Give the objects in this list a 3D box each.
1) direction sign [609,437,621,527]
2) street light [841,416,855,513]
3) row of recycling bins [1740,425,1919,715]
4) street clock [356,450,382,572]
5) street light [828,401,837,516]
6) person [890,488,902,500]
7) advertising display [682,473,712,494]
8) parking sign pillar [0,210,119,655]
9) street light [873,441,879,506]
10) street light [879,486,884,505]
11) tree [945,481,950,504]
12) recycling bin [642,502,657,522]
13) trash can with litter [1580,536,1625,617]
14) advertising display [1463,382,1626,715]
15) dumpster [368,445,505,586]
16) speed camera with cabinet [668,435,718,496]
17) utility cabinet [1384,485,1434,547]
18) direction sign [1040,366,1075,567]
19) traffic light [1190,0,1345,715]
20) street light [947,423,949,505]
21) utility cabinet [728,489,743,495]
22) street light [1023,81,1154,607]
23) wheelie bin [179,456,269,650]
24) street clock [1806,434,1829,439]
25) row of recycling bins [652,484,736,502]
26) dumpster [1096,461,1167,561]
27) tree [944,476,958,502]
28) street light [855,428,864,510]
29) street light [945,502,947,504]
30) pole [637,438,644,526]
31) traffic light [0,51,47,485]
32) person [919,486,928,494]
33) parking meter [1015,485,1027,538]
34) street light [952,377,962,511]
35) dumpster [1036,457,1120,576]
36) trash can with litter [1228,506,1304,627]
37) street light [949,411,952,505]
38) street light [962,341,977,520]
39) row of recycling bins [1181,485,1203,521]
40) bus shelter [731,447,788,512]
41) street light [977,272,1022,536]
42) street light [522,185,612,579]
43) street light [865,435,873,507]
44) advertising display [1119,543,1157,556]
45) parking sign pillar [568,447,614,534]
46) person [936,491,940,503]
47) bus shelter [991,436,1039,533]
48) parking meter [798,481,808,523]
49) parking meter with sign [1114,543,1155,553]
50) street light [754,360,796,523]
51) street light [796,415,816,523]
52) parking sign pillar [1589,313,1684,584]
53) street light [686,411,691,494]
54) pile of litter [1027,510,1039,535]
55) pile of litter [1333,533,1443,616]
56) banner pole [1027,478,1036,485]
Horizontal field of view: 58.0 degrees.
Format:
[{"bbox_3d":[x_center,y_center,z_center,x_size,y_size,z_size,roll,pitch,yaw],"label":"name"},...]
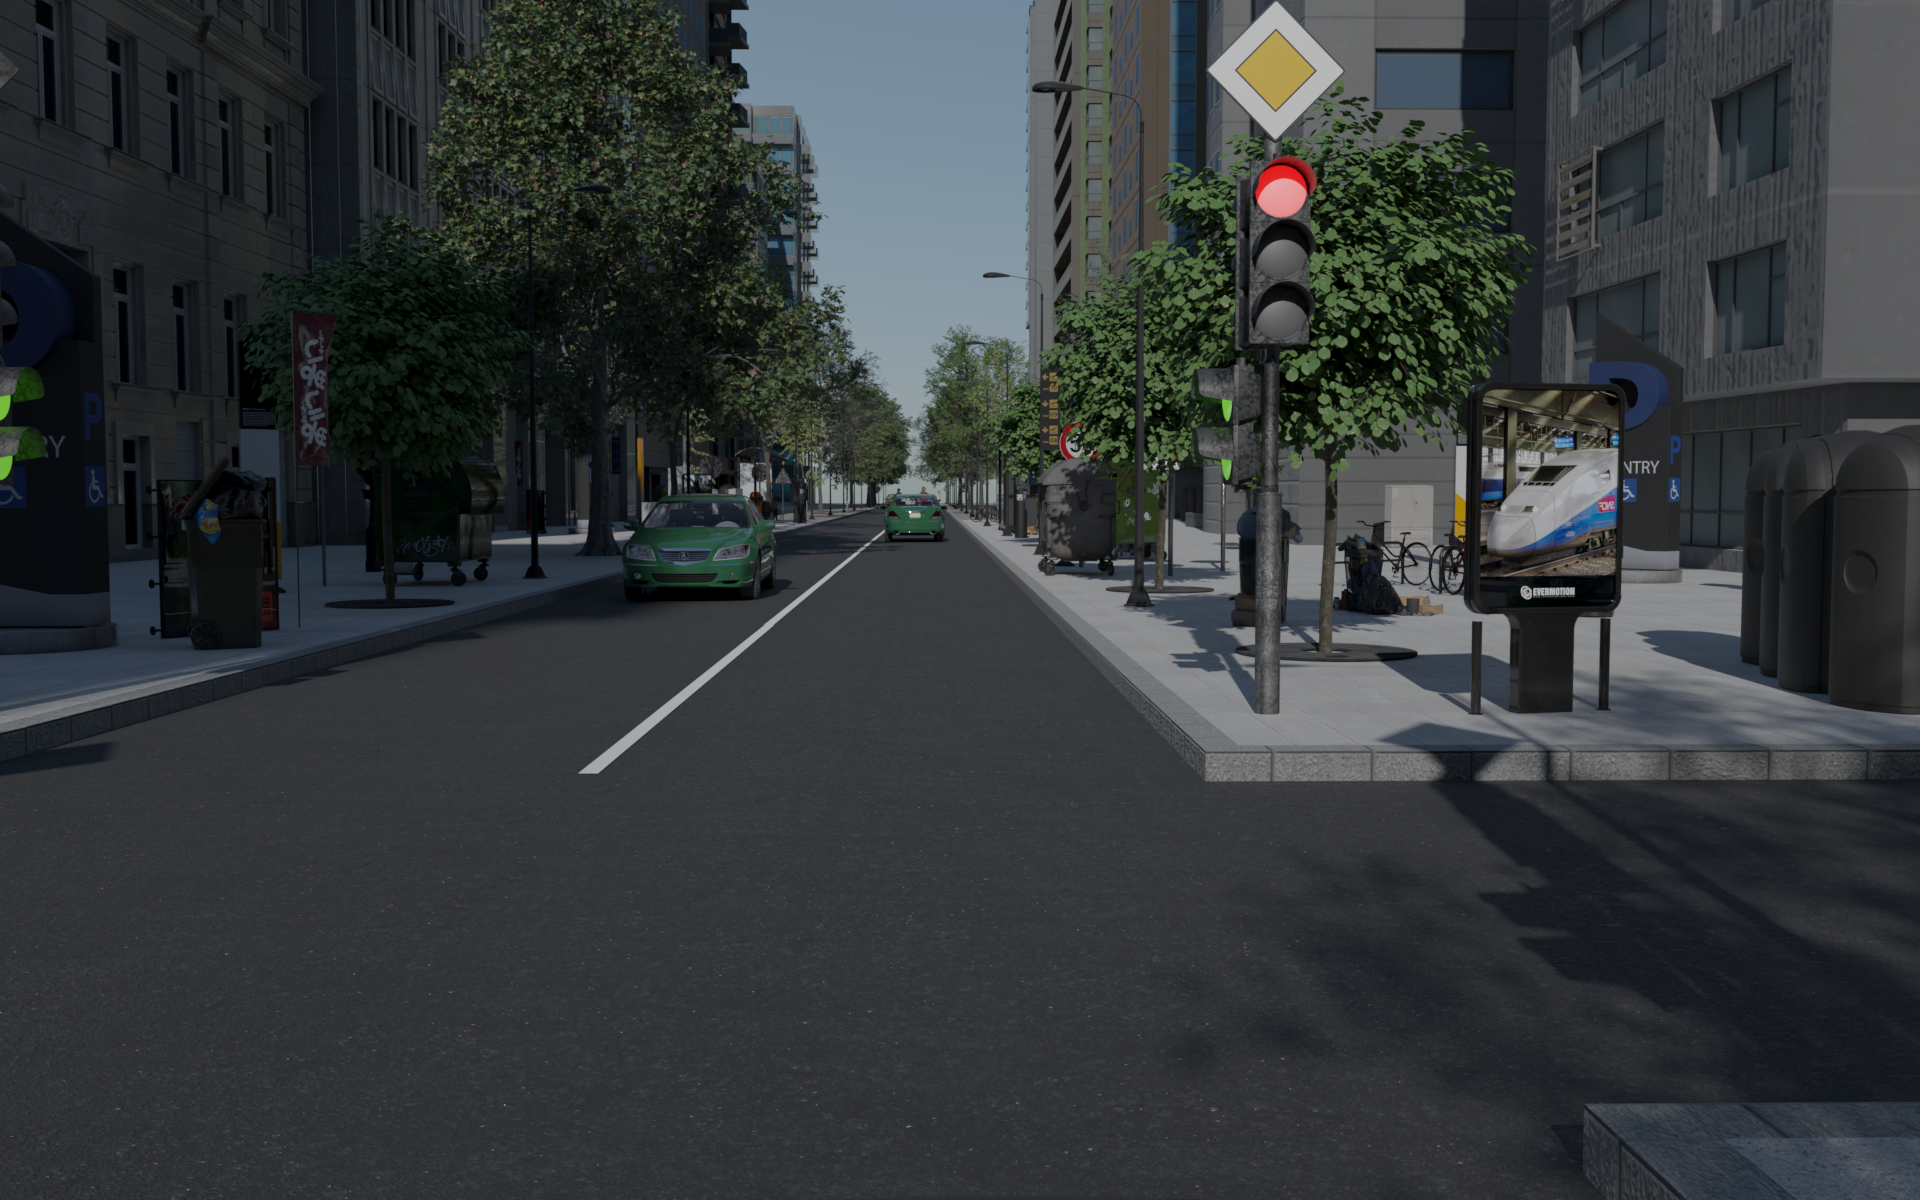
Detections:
[{"bbox_3d":[-13.813,-4.666,68.285,0.876,3.537,0.379,0,4,-8],"label":"direction sign"},{"bbox_3d":[-7.214,-8.012,103.542,1.470,5.913,1.316,0,4,-1],"label":"street light"},{"bbox_3d":[5.995,-0.279,11.681,1.069,1.692,3.534,1,4,14],"label":"row of recycling bins"},{"bbox_3d":[-9.646,-1.460,28.434,0.471,2.002,0.358,1,4,17],"label":"street clock"},{"bbox_3d":[-6.883,-6.982,86.693,1.470,5.913,1.316,0,4,-1],"label":"street light"},{"bbox_3d":[-4.578,-7.419,129.427,1.348,1.869,0.705,0,4,6],"label":"person"},{"bbox_3d":[-8.220,-2.996,54.206,0.974,1.923,0.123,-2,4,-31],"label":"advertising display"},{"bbox_3d":[-7.832,-1.583,14.348,1.447,3.967,1.447,0,4,-1],"label":"parking sign pillar"},{"bbox_3d":[-8.152,-11.026,152.809,1.470,5.913,1.316,0,4,-1],"label":"street light"},{"bbox_3d":[-8.369,-12.072,169.914,1.470,5.913,1.316,0,4,-1],"label":"street light"},{"bbox_3d":[-1.643,-19.003,221.074,12.009,13.543,11.850,0,3,0],"label":"tree"},{"bbox_3d":[-9.101,-2.424,52.192,0.722,1.027,0.722,-3,5,-42],"label":"recycling bin"},{"bbox_3d":[6.454,-0.422,18.293,0.624,1.170,1.055,-2,4,-32],"label":"trash can with litter"},{"bbox_3d":[3.417,-0.301,10.135,0.974,1.923,0.123,-1,4,-14],"label":"advertising display"},{"bbox_3d":[-7.477,-1.361,24.745,1.502,2.255,1.985,0,4,-1],"label":"dumpster"},{"bbox_3d":[-9.036,-3.936,58.681,0.660,3.252,2.038,2,4,29],"label":"speed camera with cabinet"},{"bbox_3d":[10.791,-2.014,41.608,1.173,1.500,0.318,-1,4,-20],"label":"utility cabinet"},{"bbox_3d":[1.862,-2.369,30.724,0.876,3.537,0.379,0,4,-3],"label":"direction sign"},{"bbox_3d":[1.779,-1.291,10.028,0.839,4.253,0.868,0,4,-1],"label":"traffic light"},{"bbox_3d":[0.146,-7.553,96.035,1.470,5.913,1.316,0,4,-1],"label":"street light"},{"bbox_3d":[-9.024,-3.729,69.643,0.318,1.500,1.173,0,4,7],"label":"utility cabinet"},{"bbox_3d":[1.507,-2.881,19.646,1.470,5.913,1.316,0,4,-1],"label":"street light"},{"bbox_3d":[-6.168,-0.406,14.549,0.693,1.594,0.980,-2,4,-26],"label":"wheelie bin"},{"bbox_3d":[10.405,-1.002,20.955,0.471,2.002,0.358,3,5,45],"label":"street clock"},{"bbox_3d":[-11.071,-3.991,72.362,3.534,1.692,1.069,-1,4,-11],"label":"row of recycling bins"},{"bbox_3d":[3.334,-1.924,33.955,1.502,2.255,1.985,0,4,-1],"label":"dumpster"},{"bbox_3d":[-1.338,-17.396,234.781,4.360,8.622,3.978,0,3,0],"label":"tree"},{"bbox_3d":[-7.537,-9.031,120.192,1.470,5.913,1.316,0,4,-1],"label":"street light"},{"bbox_3d":[-0.120,-8.547,112.276,1.470,5.913,1.316,0,4,-1],"label":"street light"},{"bbox_3d":[-11.656,-4.244,63.235,0.158,3.312,0.155,0,3,0],"label":"pole"},{"bbox_3d":[-5.731,-1.282,9.880,0.839,4.253,0.868,0,4,-1],"label":"traffic light"},{"bbox_3d":[-1.890,-4.997,90.144,1.348,1.831,0.705,0,4,-4],"label":"person"},{"bbox_3d":[1.774,-2.566,50.363,0.372,1.533,0.369,0,3,0],"label":"parking meter"},{"bbox_3d":[0.542,-5.892,68.879,1.470,5.913,1.316,0,4,-1],"label":"street light"},{"bbox_3d":[1.894,-1.349,27.809,1.264,1.857,1.865,0,4,-1],"label":"dumpster"},{"bbox_3d":[3.004,-0.347,17.062,0.624,1.170,1.055,1,4,19],"label":"trash can with litter"},{"bbox_3d":[0.305,-6.886,85.121,1.470,5.913,1.316,0,4,-1],"label":"street light"},{"bbox_3d":[0.895,-4.899,52.639,1.470,5.913,1.316,0,4,-1],"label":"street light"},{"bbox_3d":[11.419,-4.541,81.358,1.069,1.692,3.534,-1,4,-21],"label":"row of recycling bins"},{"bbox_3d":[-8.897,-5.095,77.230,2.014,3.302,5.546,0,4,-1],"label":"bus shelter"},{"bbox_3d":[1.174,-3.906,36.397,1.470,5.913,1.316,0,4,-1],"label":"street light"},{"bbox_3d":[-5.918,-3.279,26.145,1.470,5.913,1.316,0,4,-1],"label":"street light"},{"bbox_3d":[-7.790,-10.024,136.434,1.470,5.913,1.316,0,4,-1],"label":"street light"},{"bbox_3d":[3.741,-1.893,36.161,0.974,1.923,0.123,-2,4,-25],"label":"advertising display"},{"bbox_3d":[-11.915,-4.119,55.814,1.447,3.967,1.447,1,4,9],"label":"parking sign pillar"},{"bbox_3d":[-1.693,-7.801,136.984,0.436,1.711,0.756,3,5,39],"label":"person"},{"bbox_3d":[2.208,-5.091,60.876,2.179,5.291,8.768,0,4,-1],"label":"bus shelter"},{"bbox_3d":[-6.869,-4.278,75.648,0.399,1.863,0.255,0,4,1],"label":"parking meter"},{"bbox_3d":[3.710,-2.580,38.436,0.543,3.016,1.738,-2,4,-32],"label":"parking meter with sign"},{"bbox_3d":[-6.541,-5.339,59.838,1.470,5.913,1.316,0,4,-1],"label":"street light"},{"bbox_3d":[-6.788,-6.416,77.448,1.470,5.913,1.316,0,4,-1],"label":"street light"},{"bbox_3d":[9.857,-2.257,25.381,1.447,3.967,1.447,-3,5,-42],"label":"parking sign pillar"},{"bbox_3d":[-6.306,-4.346,43.596,1.470,5.913,1.316,0,4,-1],"label":"street light"},{"bbox_3d":[2.518,-2.488,54.638,1.719,0.858,1.176,0,4,-3],"label":"pile of litter"},{"bbox_3d":[4.603,-0.306,18.971,1.176,0.858,1.719,0,4,-6],"label":"pile of litter"},{"bbox_3d":[2.602,-4.038,56.033,0.863,3.779,0.401,-1,4,-13],"label":"banner pole"}]
